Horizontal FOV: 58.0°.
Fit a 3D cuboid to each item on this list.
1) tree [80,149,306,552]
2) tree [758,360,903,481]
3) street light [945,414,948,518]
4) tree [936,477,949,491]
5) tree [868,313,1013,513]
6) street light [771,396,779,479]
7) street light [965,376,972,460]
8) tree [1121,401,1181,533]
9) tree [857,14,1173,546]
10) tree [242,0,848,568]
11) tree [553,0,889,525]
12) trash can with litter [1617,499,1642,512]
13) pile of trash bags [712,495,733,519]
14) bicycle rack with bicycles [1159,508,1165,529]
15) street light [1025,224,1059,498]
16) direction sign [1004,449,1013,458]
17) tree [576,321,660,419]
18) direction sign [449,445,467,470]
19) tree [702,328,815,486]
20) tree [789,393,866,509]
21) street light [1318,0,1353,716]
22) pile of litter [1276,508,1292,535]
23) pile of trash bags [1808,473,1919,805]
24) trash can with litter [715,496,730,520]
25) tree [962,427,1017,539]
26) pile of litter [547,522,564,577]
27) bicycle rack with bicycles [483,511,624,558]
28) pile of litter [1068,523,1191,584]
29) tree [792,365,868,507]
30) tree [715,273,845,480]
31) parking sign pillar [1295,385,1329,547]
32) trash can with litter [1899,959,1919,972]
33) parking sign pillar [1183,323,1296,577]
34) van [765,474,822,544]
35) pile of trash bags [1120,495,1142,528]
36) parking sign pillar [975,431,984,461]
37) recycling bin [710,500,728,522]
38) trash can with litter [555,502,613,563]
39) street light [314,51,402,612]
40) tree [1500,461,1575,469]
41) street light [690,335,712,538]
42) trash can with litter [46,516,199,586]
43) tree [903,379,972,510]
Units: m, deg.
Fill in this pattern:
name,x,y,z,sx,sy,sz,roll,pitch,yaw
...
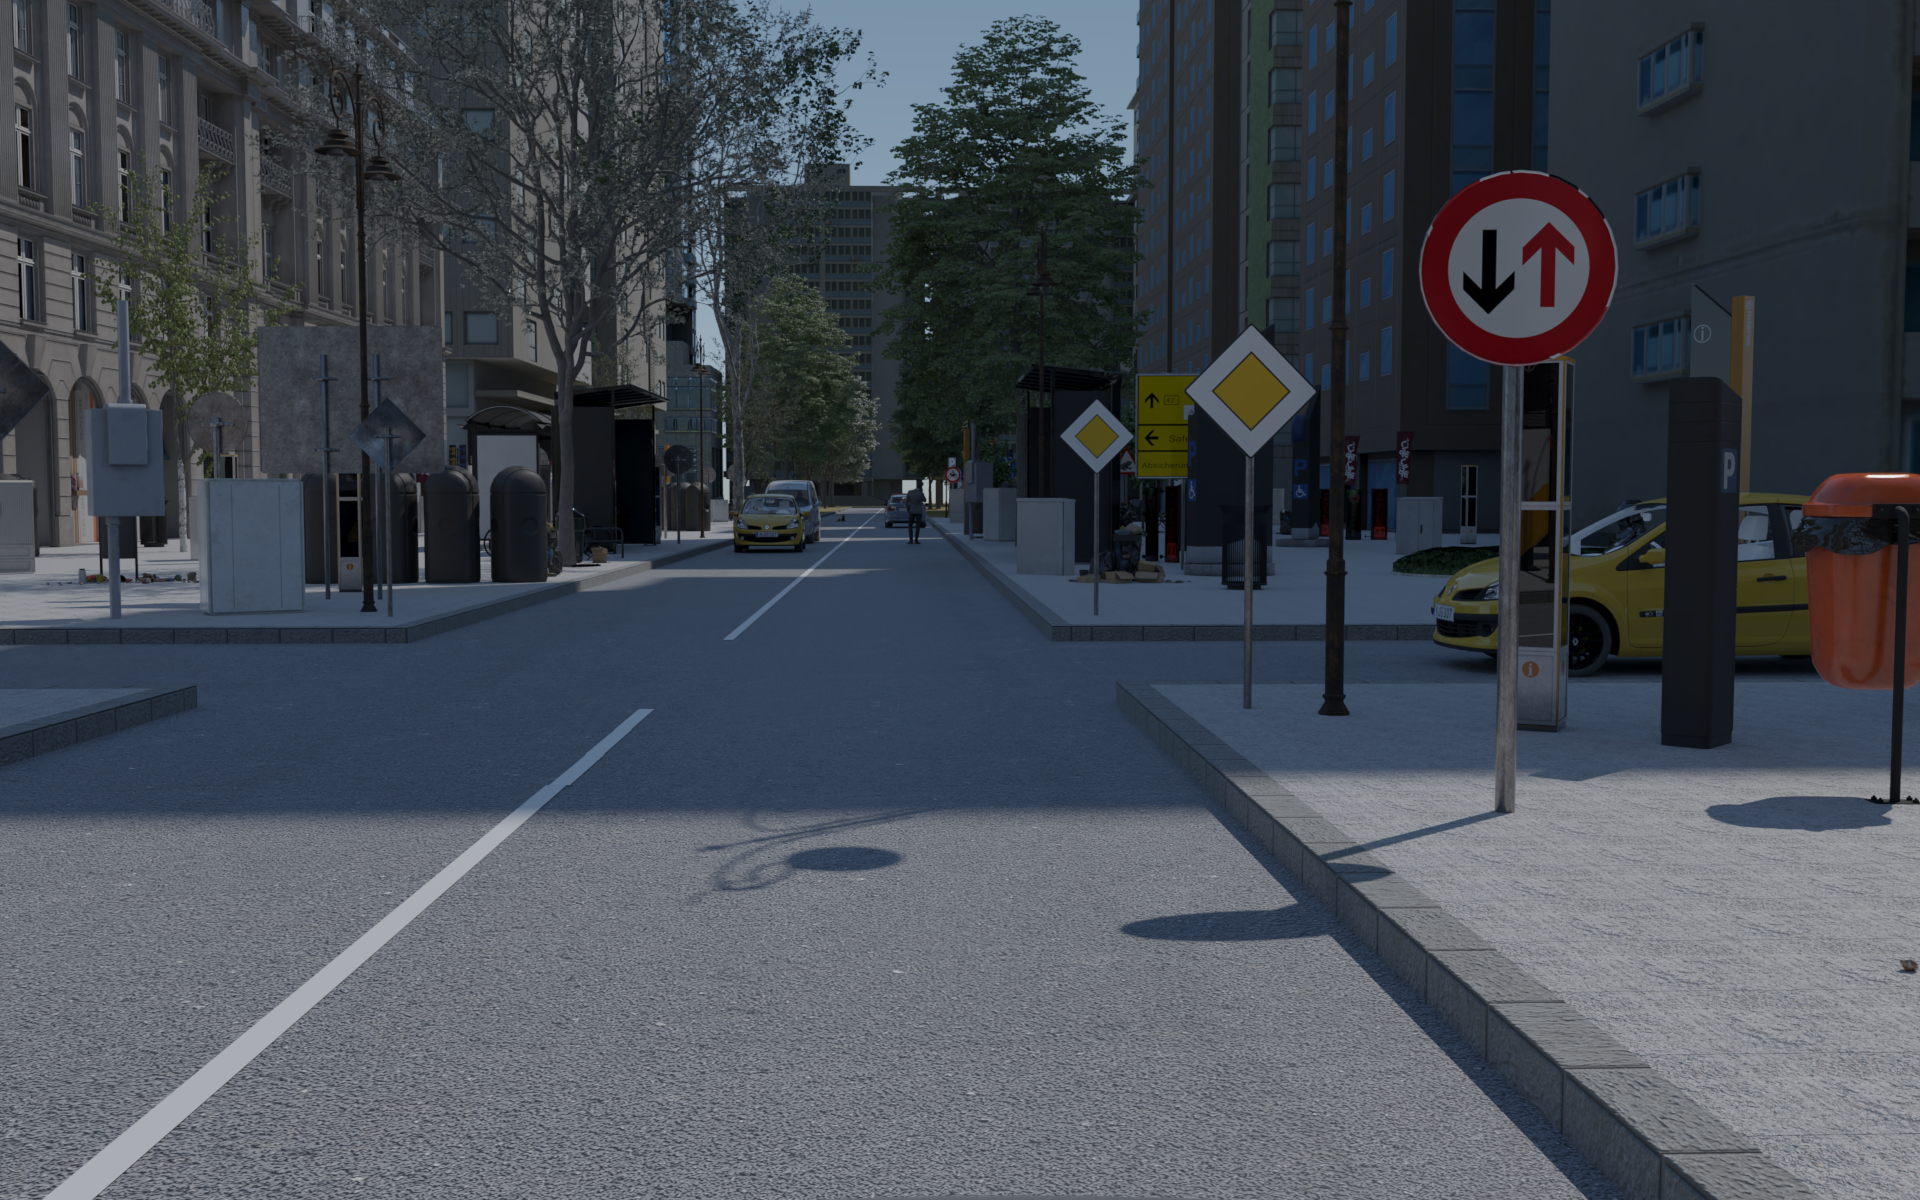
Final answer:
name,x,y,z,sx,sy,sz,roll,pitch,yaw
tree,-16.922,-5.363,38.044,4.737,8.622,4.395,0,3,0
tree,-11.269,-12.513,130.336,9.928,11.665,9.643,0,3,0
street light,-0.737,-7.353,93.009,0.468,5.910,1.993,0,4,-2
tree,-2.077,-13.150,165.358,4.360,8.622,3.978,0,3,0
tree,-0.584,-12.933,118.105,9.857,13.997,8.962,0,3,0
street light,-8.717,-6.659,81.668,0.468,5.910,1.993,0,4,-2
street light,0.308,-5.443,61.786,0.468,5.910,1.993,0,4,-2
tree,6.123,-4.519,57.597,4.285,4.588,4.351,0,3,0
tree,1.156,-7.572,41.926,7.486,12.596,7.792,0,3,0
tree,-6.848,-7.320,30.048,12.009,13.543,11.850,0,3,0
tree,-9.314,-12.593,61.781,12.611,20.169,13.585,0,3,0
trash can with litter,13.569,-1.448,35.054,0.624,1.170,1.055,2,4,35
pile of trash bags,-11.991,-4.900,89.871,3.447,1.369,1.912,-3,4,-36
bicycle rack with bicycles,8.184,-3.080,63.733,2.925,0.926,2.852,2,4,23
street light,1.413,-3.500,30.009,0.468,5.910,1.993,0,4,-2
direction sign,2.407,-5.851,87.656,0.379,3.537,0.876,3,5,41
tree,-14.883,-7.569,74.123,4.360,8.622,3.978,0,3,0
direction sign,-23.070,-5.360,79.634,0.876,3.537,0.379,1,4,15
tree,-9.284,-7.685,76.016,4.360,8.622,3.978,0,3,0
tree,-12.048,-13.305,151.948,8.767,10.594,7.601,2,4,24
street light,2.179,-2.271,9.915,0.468,5.910,1.993,0,4,-2
pile of litter,10.569,-2.500,54.845,1.176,0.858,1.719,1,4,17
pile of trash bags,5.310,0.150,7.301,3.447,1.369,1.912,0,4,4
trash can with litter,-11.940,-4.512,84.823,2.233,1.210,1.678,3,5,39
tree,0.775,-3.407,50.309,1.663,3.219,1.824,0,3,0
pile of litter,-6.792,-0.806,27.142,1.176,0.858,1.719,1,4,11
bicycle rack with bicycles,-8.151,-1.322,35.003,2.925,0.926,2.852,-2,4,-28
pile of litter,2.477,-0.687,25.196,1.719,0.858,1.176,1,4,21
tree,-12.442,-16.023,168.634,9.857,13.997,8.962,0,3,0
tree,-8.556,-10.465,89.230,7.486,12.596,7.792,0,3,0
parking sign pillar,8.448,-3.289,42.254,1.447,3.967,1.447,1,4,23
trash can with litter,3.785,0.391,4.665,2.233,1.210,1.678,2,4,26
parking sign pillar,4.288,-2.385,27.460,1.447,3.967,1.447,-1,4,-14
van,-5.053,-2.705,51.238,2.013,2.044,4.112,0,4,-1
pile of trash bags,3.004,-2.144,44.811,1.912,1.369,3.447,-3,5,-40
parking sign pillar,0.981,-5.309,75.278,1.447,3.967,1.447,-1,4,-10
recycling bin,-10.987,-4.053,78.827,0.722,1.027,0.722,-2,4,-25
trash can with litter,-7.018,-1.280,32.313,1.055,1.170,0.624,-1,4,-11
street light,-6.447,-2.809,18.712,0.468,5.910,1.993,0,4,-2
tree,13.535,-2.854,41.260,1.663,3.219,1.824,0,3,0
street light,-7.530,-4.750,50.451,0.468,5.910,1.993,0,4,-2
trash can with litter,-11.834,-0.858,25.081,2.233,1.210,1.678,0,4,-4
tree,-2.320,-13.163,140.975,9.928,11.665,9.643,0,3,0
